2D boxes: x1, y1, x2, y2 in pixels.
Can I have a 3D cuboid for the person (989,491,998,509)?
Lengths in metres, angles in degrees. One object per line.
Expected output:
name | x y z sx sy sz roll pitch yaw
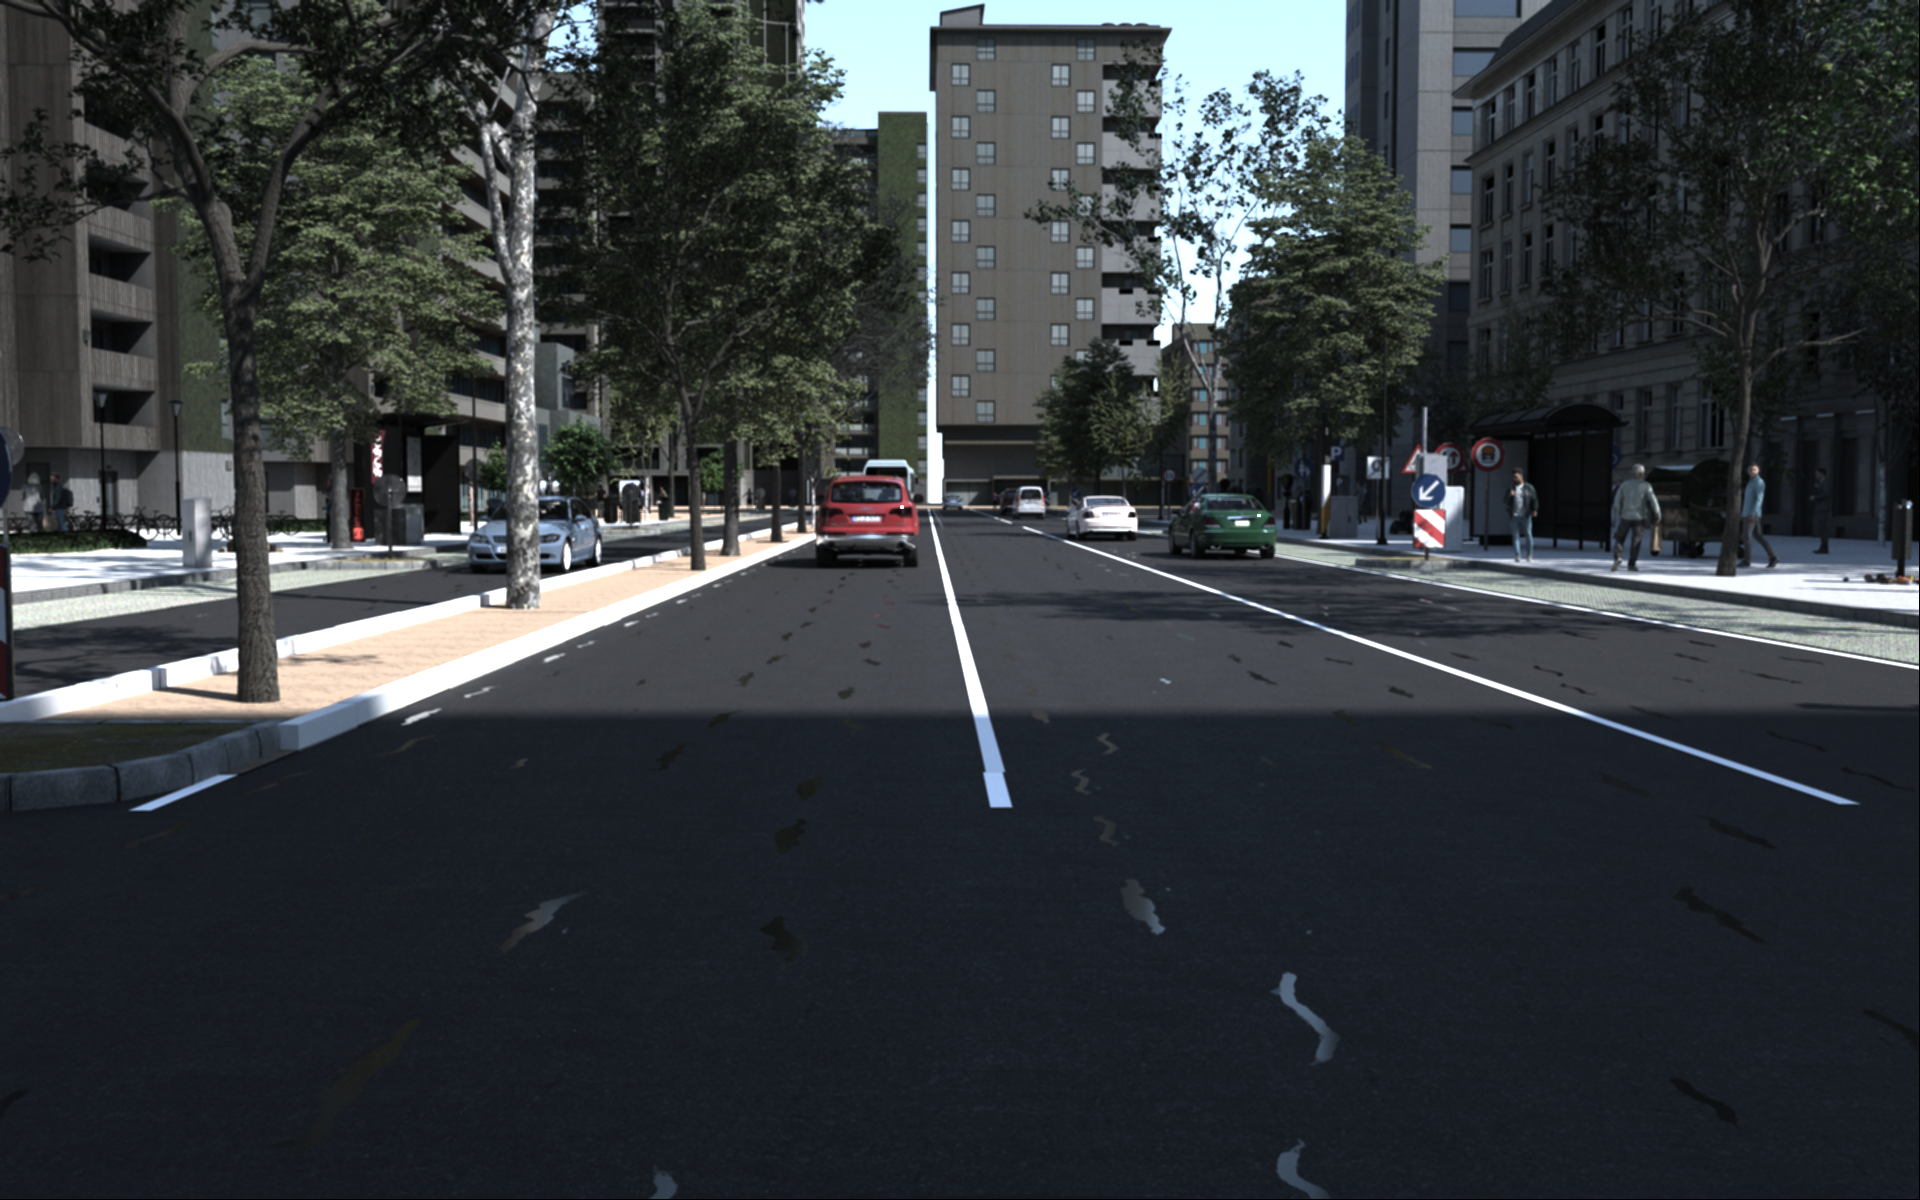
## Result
person | 3.193 -9.318 161.525 1.217 1.739 0.721 3 5 40

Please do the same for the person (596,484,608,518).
person | -19.174 -5.273 92.274 0.705 1.822 1.348 3 4 37

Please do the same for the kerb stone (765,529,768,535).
kerb stone | -6.875 -2.334 60.351 0.120 0.150 1.000 0 4 -1

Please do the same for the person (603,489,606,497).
person | -31.524 -8.937 152.877 0.721 1.743 1.217 0 4 -6

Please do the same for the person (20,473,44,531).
person | -22.480 -2.184 41.941 0.537 1.800 0.526 -3 5 -40

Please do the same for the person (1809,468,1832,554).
person | 18.605 -1.935 37.482 0.447 1.846 0.655 2 4 24

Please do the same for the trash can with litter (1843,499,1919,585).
trash can with litter | 13.798 -0.865 25.199 1.678 1.210 2.233 2 4 25

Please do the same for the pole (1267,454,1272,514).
pole | 14.945 -5.495 83.691 0.158 3.312 0.155 0 3 0

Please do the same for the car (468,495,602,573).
car | -7.989 -1.279 32.908 2.014 1.417 4.499 0 4 0

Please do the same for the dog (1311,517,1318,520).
dog | 17.509 -4.103 84.823 0.748 0.427 0.550 3 5 44

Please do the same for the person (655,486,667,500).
person | -19.994 -6.731 116.106 0.705 1.823 1.348 -3 5 -39

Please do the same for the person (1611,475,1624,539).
person | 19.062 -2.704 50.129 0.514 1.842 0.818 3 5 43

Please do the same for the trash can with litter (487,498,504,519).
trash can with litter | -13.945 -2.507 52.369 0.624 1.170 1.055 -2 4 -24

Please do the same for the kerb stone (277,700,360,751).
kerb stone | -3.752 0.737 10.138 0.120 0.150 1.000 0 4 -1

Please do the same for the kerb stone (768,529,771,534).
kerb stone | -6.904 -2.395 61.373 0.120 0.150 1.000 0 4 -1

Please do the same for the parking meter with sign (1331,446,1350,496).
parking meter with sign | 13.974 -4.099 63.272 0.543 3.016 1.738 2 4 29

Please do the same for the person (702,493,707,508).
person | -23.665 -9.424 160.126 0.705 1.824 1.348 0 4 2

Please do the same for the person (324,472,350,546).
person | -15.497 -2.263 43.020 0.573 1.828 0.580 0 4 3

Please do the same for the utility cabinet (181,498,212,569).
utility cabinet | -13.330 -1.166 30.223 0.306 1.237 1.020 -3 4 -36

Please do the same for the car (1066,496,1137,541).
car | 4.446 -2.582 54.585 2.083 1.381 4.827 0 4 -3

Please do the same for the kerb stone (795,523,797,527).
kerb stone | -7.148 -3.149 73.682 0.120 0.150 1.000 0 4 -1

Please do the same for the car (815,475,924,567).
car | -1.873 -1.644 35.556 2.281 1.827 5.304 0 4 -2

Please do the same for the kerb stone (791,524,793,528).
kerb stone | -7.107 -3.024 71.631 0.120 0.150 1.000 0 4 -1

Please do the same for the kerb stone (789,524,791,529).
kerb stone | -7.094 -2.961 70.608 0.120 0.150 1.000 0 4 -1

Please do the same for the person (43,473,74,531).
person | -23.082 -2.339 44.269 0.713 1.824 0.794 0 4 -7

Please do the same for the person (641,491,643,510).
person | -25.677 -8.119 138.659 0.599 1.838 0.709 1 4 11

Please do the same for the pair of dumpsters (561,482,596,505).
pair of dumpsters | -18.476 -4.881 82.304 1.574 2.255 4.437 0 4 -1

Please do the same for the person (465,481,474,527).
person | -19.159 -3.751 67.721 0.374 1.781 0.599 0 4 -4

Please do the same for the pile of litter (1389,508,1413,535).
pile of litter | 14.429 -2.523 55.223 1.719 0.858 1.176 -1 4 -15

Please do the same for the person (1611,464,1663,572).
person | 11.148 -1.340 28.435 0.782 1.767 0.515 2 4 34

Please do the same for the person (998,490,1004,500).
person | 3.939 -9.258 159.878 0.705 1.823 1.348 -3 5 -43

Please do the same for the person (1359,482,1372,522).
person | 18.321 -4.444 78.662 0.622 1.834 0.822 -1 4 -10

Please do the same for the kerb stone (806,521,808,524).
kerb stone | -7.339 -3.713 82.908 0.120 0.150 1.000 0 4 -1

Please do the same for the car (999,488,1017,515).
car | 3.798 -6.719 118.525 2.281 1.827 5.304 0 4 -1

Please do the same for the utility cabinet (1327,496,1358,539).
utility cabinet | 11.066 -2.391 50.254 1.020 1.237 0.306 -2 4 -28

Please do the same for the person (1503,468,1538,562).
person | 10.626 -1.618 32.845 0.623 1.781 0.721 1 4 14

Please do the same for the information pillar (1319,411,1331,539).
information pillar | 10.408 -3.541 49.248 0.183 3.616 0.504 2 4 32

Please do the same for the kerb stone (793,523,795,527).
kerb stone | -7.125 -3.086 72.655 0.120 0.150 1.000 0 4 -1

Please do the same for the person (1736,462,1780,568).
person | 13.831 -1.476 30.043 0.748 1.841 0.638 2 4 25

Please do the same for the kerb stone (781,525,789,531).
kerb stone | -7.067 -2.899 69.586 0.120 0.150 1.000 0 4 -1

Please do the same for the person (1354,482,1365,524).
person | 16.832 -4.114 73.410 0.767 1.812 0.694 -2 4 -27

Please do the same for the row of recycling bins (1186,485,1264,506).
row of recycling bins | 12.268 -4.475 80.285 3.534 1.692 1.069 0 4 3

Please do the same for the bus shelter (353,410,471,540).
bus shelter | -16.228 -3.691 51.637 1.731 3.624 6.357 0 4 -1

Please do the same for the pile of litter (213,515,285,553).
pile of litter | -15.774 -1.488 38.296 1.719 0.858 1.176 2 4 28

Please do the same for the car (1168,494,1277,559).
car | 5.982 -1.710 39.753 2.131 1.459 4.920 0 4 -3

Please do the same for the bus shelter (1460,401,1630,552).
bus shelter | 13.581 -2.861 40.693 2.014 3.302 5.546 0 4 -1

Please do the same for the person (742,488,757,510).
person | -16.439 -7.857 135.284 1.217 1.735 0.721 0 4 -5

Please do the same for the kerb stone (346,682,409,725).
kerb stone | -3.783 0.674 11.172 0.120 0.150 1.000 0 4 -1

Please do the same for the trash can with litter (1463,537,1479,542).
trash can with litter | 13.481 -2.194 46.927 2.233 1.210 1.678 1 4 15

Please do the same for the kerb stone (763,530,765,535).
kerb stone | -6.864 -2.271 59.325 0.120 0.150 1.000 0 4 -1

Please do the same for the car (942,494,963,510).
car | -0.697 -8.997 159.107 2.014 1.417 4.499 0 4 -2

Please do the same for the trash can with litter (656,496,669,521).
trash can with litter | -14.390 -4.431 83.827 0.624 1.170 1.055 0 4 -6

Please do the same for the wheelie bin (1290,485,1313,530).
wheelie bin | 12.297 -3.327 62.312 0.693 1.594 0.980 -1 4 -11

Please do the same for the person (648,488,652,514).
person | -20.374 -6.517 113.399 0.445 1.727 0.742 -1 4 -14
